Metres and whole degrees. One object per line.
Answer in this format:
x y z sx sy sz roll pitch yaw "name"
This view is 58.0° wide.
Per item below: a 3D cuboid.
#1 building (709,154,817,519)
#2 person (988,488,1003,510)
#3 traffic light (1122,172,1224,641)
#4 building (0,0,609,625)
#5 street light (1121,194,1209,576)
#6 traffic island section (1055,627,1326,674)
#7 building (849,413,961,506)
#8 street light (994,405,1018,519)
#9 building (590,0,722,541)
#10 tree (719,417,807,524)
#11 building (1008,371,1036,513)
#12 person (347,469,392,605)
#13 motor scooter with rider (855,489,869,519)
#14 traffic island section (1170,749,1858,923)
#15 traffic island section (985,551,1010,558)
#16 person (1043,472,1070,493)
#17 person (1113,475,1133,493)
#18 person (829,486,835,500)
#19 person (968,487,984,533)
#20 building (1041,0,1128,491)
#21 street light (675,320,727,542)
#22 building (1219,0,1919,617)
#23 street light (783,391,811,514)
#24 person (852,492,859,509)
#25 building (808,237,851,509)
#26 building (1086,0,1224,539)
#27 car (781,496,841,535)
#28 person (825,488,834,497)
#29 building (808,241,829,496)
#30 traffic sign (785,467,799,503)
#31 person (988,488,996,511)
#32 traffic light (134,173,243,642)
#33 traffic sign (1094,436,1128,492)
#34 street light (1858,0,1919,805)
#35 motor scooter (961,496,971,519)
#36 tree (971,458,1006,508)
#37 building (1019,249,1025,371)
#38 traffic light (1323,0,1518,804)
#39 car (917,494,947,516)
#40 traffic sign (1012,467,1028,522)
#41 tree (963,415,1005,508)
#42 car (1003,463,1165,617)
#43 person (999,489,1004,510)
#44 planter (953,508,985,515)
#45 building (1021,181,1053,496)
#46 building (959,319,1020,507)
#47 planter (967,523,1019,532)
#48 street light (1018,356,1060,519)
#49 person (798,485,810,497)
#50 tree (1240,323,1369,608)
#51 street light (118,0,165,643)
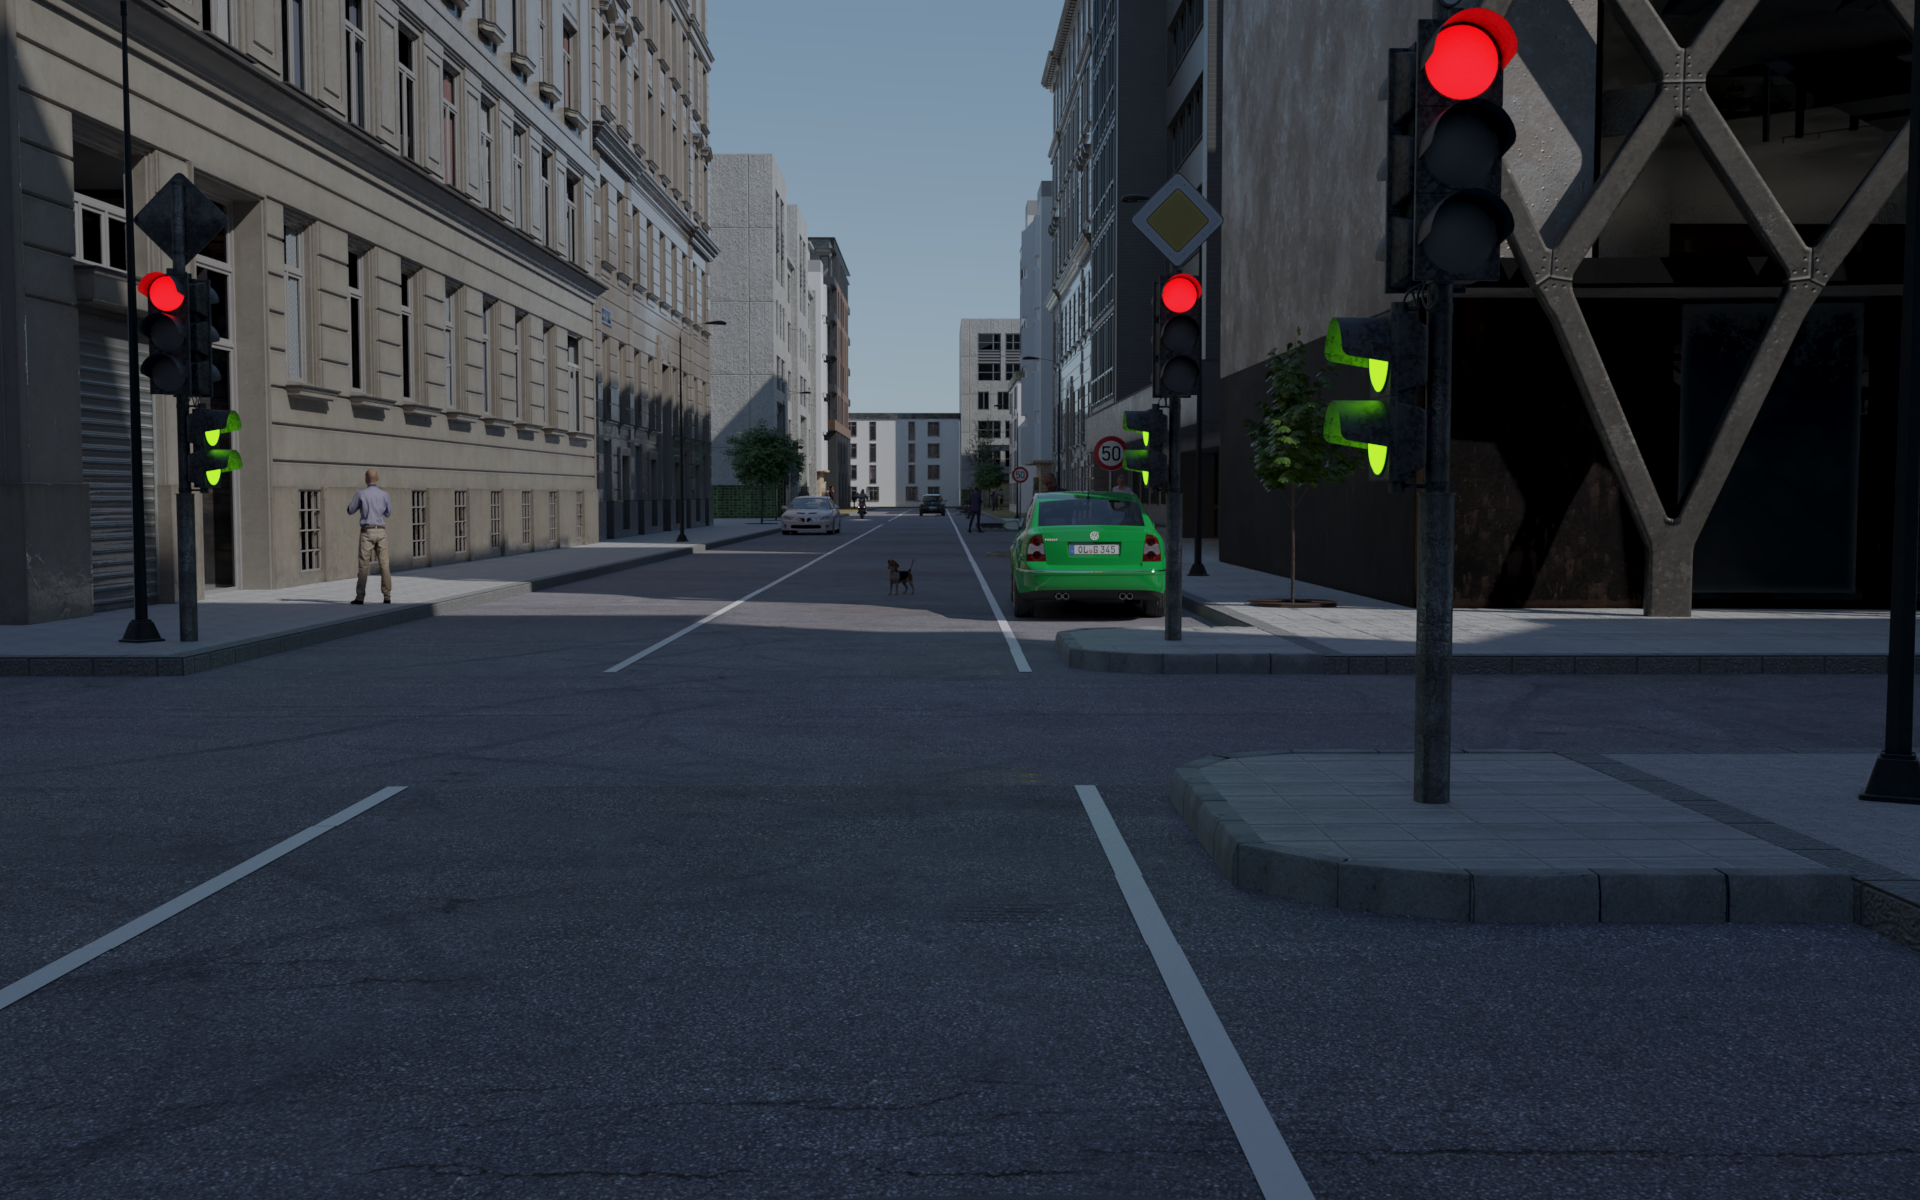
-18.295 -14.649 105.975 16.747 18.905 31.486 0 4 -1 "building"
2.811 -7.966 137.018 1.217 1.736 0.721 0 4 -6 "person"
1.855 -1.582 15.106 0.839 4.213 0.868 0 4 -1 "traffic light"
-16.547 -12.054 30.367 16.112 22.955 30.059 0 4 -1 "building"
3.192 -3.331 27.008 1.470 5.913 1.316 0 4 -1 "street light"
1.895 0.432 15.220 2.009 0.180 2.903 0 4 -1 "traffic island section"
-13.969 -14.524 179.615 28.070 9.664 9.099 0 4 -1 "building"
2.445 -7.184 90.007 1.470 5.913 1.316 0 4 -1 "street light"
-15.567 -15.937 57.831 12.463 27.353 25.104 0 4 -1 "building"
-8.567 -5.522 74.004 4.285 4.588 4.351 0 3 0 "tree"
8.355 -10.780 118.399 9.099 9.664 28.070 0 4 -1 "building"
-6.877 -0.740 20.211 0.516 1.574 0.319 -2 4 -31 "person"
-5.699 -5.586 100.295 0.876 1.779 1.986 0 4 -1 "motor scooter with rider"
1.992 0.920 7.235 2.009 0.180 2.903 0 4 -1 "traffic island section"
1.585 -1.041 39.882 1.991 0.108 1.994 0 4 -1 "traffic island section"
1.352 -0.938 24.522 0.565 1.739 0.600 0 4 2 "person"
3.650 -1.991 39.540 0.756 1.711 0.436 3 4 36 "person"
-8.441 -6.608 114.047 0.705 1.831 1.348 -1 4 -10 "person"
0.595 -3.356 64.285 0.541 1.710 0.530 3 5 41 "person"
10.532 -17.152 77.696 12.463 27.353 25.104 0 4 -1 "building"
-6.942 -4.521 46.467 1.470 5.913 1.316 0 4 -1 "street light"
13.367 -9.577 24.039 16.811 18.784 16.820 0 4 -1 "building"
-7.416 -6.473 78.371 1.470 5.913 1.316 0 4 -1 "street light"
-9.239 -8.799 153.138 0.697 1.427 0.421 -3 4 -37 "person"
-26.403 -18.816 151.610 32.646 21.610 27.936 0 4 -1 "building"
12.017 -14.140 50.264 14.314 24.678 30.058 0 4 -1 "building"
-5.345 -3.067 62.507 2.083 1.381 4.827 0 4 0 "car"
-8.970 -6.826 118.443 0.445 1.727 0.742 2 4 33 "person"
-17.737 -16.580 127.510 16.016 20.091 11.380 0 4 -1 "building"
-7.576 -4.730 77.448 0.768 2.556 0.104 0 4 4 "traffic sign"
2.439 -7.705 132.463 0.568 1.767 0.683 0 4 -7 "person"
-6.706 -1.574 14.987 0.839 4.213 0.868 0 4 -1 "traffic light"
3.304 -2.314 37.946 0.768 2.556 0.104 0 4 2 "traffic sign"
3.411 -2.115 7.125 1.470 5.913 1.316 0 4 -1 "street light"
0.474 -5.419 101.376 0.815 1.314 1.986 0 4 -3 "motor scooter"
2.593 -10.595 156.935 4.285 4.588 4.351 0 3 0 "tree"
18.936 -18.641 148.756 27.936 21.610 32.646 0 4 -1 "building"
1.952 -1.093 7.122 0.839 4.213 0.868 0 4 -1 "traffic light"
-1.845 -6.406 114.532 2.009 1.686 4.222 0 4 -1 "car"
2.793 -4.908 80.347 0.768 2.556 0.104 0 4 3 "traffic sign"
2.128 -12.956 162.187 4.360 8.622 3.978 0 3 0 "tree"
1.521 -0.776 21.489 1.959 1.807 4.718 0 4 1 "car"
3.451 -8.199 140.880 0.721 1.735 1.217 1 4 10 "person"
0.657 -5.875 117.201 1.991 0.319 1.994 0 4 -1 "planter"
11.584 -14.802 98.429 16.016 20.091 11.380 0 4 -1 "building"
15.765 -19.369 183.140 31.486 18.905 16.747 0 4 -1 "building"
1.251 -2.800 66.926 1.991 0.319 1.994 0 4 -1 "planter"
2.803 -5.258 58.516 1.470 5.913 1.316 0 4 -1 "street light"
-8.419 -5.342 93.933 0.990 1.755 0.434 -2 4 -32 "person"
3.784 -1.538 19.742 1.663 3.219 1.824 0 3 0 "tree"
-6.572 -2.589 14.878 1.470 5.913 1.316 0 4 -1 "street light"
